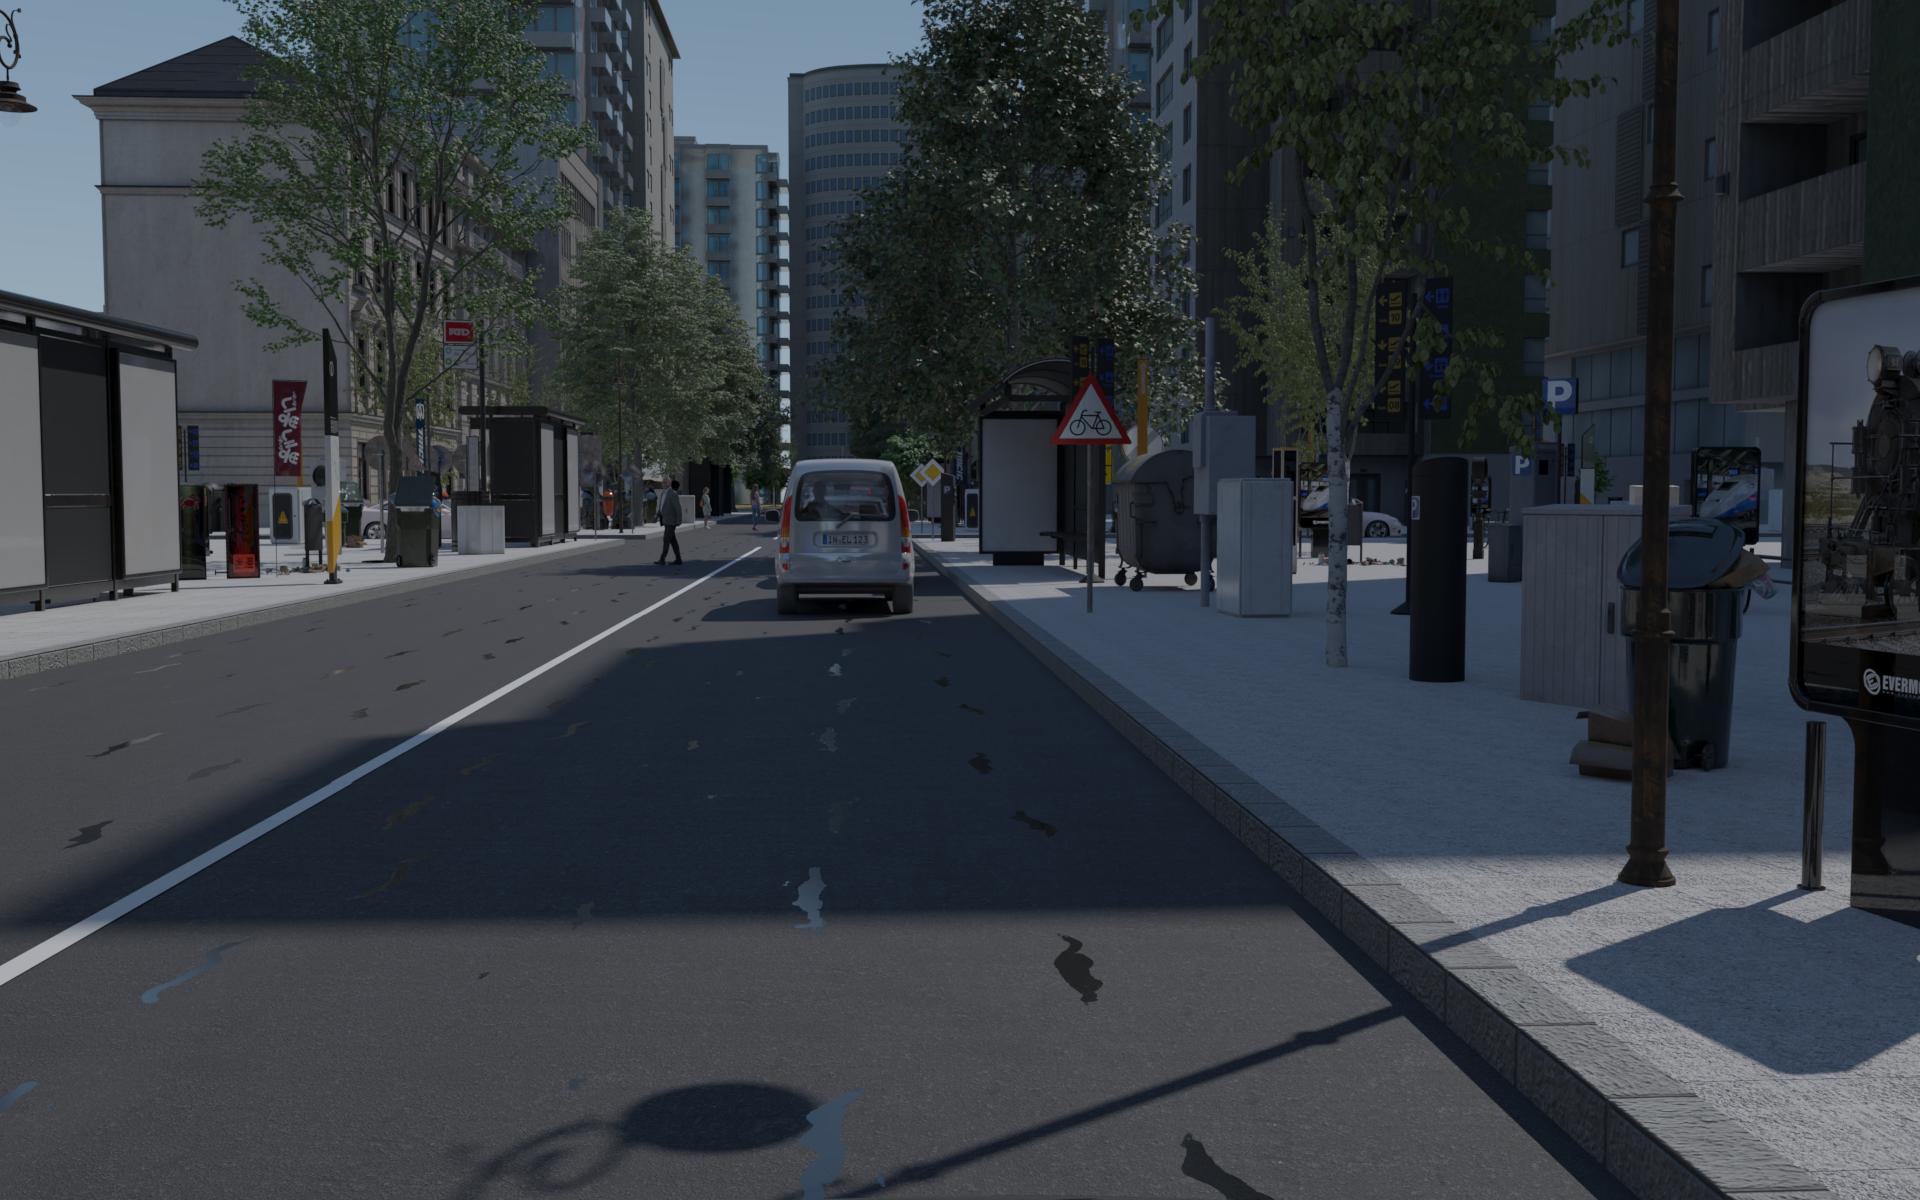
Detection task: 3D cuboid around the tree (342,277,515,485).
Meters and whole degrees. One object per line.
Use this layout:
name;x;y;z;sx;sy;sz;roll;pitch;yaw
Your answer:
tree;-18.070;-6.542;57.324;4.737;8.622;4.395;0;3;0

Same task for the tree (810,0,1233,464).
tree;1.118;-7.366;37.440;9.611;12.733;9.660;0;3;0

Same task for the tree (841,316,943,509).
tree;-3.451;-12.332;108.287;9.857;13.997;8.962;0;3;0

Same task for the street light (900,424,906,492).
street light;-2.898;-7.113;89.084;0.468;5.910;1.993;0;4;-3

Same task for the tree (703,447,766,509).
tree;-15.748;-7.868;112.350;4.285;4.588;4.351;0;3;0

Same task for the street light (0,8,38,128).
street light;-8.639;-2.595;15.215;0.468;5.910;1.993;0;4;-3

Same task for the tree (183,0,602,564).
tree;-10.437;-6.494;31.934;9.928;11.665;9.643;0;3;0

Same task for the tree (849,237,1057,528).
tree;-0.159;-8.612;66.569;9.928;11.665;9.643;0;3;0

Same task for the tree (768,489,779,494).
tree;-19.426;-11.335;179.927;1.663;3.219;1.824;0;3;0

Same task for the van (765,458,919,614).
van;-1.496;-0.925;22.132;2.013;2.044;4.112;0;4;-5

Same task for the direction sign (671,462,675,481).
direction sign;-17.675;-7.037;107.050;0.379;3.537;0.876;-2;4;-32

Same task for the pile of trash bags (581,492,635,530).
pile of trash bags;-13.031;-3.323;64.076;1.912;1.369;3.447;-1;4;-12

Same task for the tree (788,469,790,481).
tree;-18.161;-11.424;170.494;4.285;4.588;4.351;0;3;0

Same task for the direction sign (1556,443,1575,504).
direction sign;27.113;-5.235;77.587;0.876;3.537;0.379;-1;4;-11

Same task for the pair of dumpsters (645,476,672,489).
pair of dumpsters;-16.255;-5.535;92.995;1.574;2.255;4.437;0;4;-3

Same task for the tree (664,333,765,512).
tree;-16.244;-12.566;122.455;9.611;12.733;9.660;0;3;0

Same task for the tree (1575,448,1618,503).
tree;26.432;-4.716;71.705;1.663;3.219;1.824;0;3;0

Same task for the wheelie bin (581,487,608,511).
wheelie bin;-14.474;-3.679;68.060;0.693;1.594;0.980;1;4;16

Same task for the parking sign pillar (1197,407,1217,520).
parking sign pillar;7.124;-3.669;48.460;1.447;3.967;1.447;-3;5;-43

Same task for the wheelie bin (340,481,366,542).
wheelie bin;-15.193;-2.129;42.723;0.693;1.594;0.980;3;5;42

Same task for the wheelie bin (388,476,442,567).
wheelie bin;-9.557;-1.379;30.459;0.980;1.594;0.693;0;4;-1

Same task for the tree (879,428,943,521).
tree;-2.288;-6.098;83.411;4.285;4.588;4.351;0;3;0

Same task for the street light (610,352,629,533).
street light;-11.098;-5.125;56.575;0.468;5.910;1.993;0;4;-3

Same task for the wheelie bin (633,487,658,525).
wheelie bin;-13.622;-4.140;75.603;0.980;1.594;0.693;3;4;36

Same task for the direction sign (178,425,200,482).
direction sign;-25.558;-3.987;57.181;0.876;3.537;0.379;-1;4;-9

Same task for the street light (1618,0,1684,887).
street light;2.274;-2.004;5.555;0.468;5.910;1.993;0;4;-3

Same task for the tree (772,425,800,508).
tree;-17.391;-13.050;163.735;4.737;8.622;4.395;0;3;0

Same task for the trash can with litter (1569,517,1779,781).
trash can with litter;3.288;0.207;8.007;0.624;1.170;1.055;3;5;43

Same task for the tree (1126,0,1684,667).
tree;2.875;-3.795;12.408;4.737;8.622;4.395;0;3;0

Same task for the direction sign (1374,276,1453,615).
direction sign;4.794;-1.615;18.398;0.876;3.537;0.379;3;5;43

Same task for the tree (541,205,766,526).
tree;-13.246;-9.229;69.028;7.486;12.596;7.792;0;3;0

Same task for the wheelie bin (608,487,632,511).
wheelie bin;-18.035;-5.136;91.886;0.693;1.594;0.980;3;5;43

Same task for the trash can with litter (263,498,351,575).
trash can with litter;-10.872;-1.060;28.394;1.678;1.210;2.233;0;4;4

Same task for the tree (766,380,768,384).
tree;-12.910;-10.139;83.900;7.486;12.596;7.792;0;3;0

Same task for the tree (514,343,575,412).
tree;-20.775;-8.133;83.333;4.737;8.622;4.395;0;3;0

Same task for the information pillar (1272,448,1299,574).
information pillar;5.197;-1.420;27.707;0.304;2.012;0.304;-1;4;-21

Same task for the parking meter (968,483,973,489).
parking meter;0.562;-5.380;93.666;0.255;1.863;0.399;-1;4;-13

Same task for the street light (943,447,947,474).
street light;-0.403;-4.587;47.791;0.468;5.910;1.993;0;4;-3

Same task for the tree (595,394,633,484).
tree;-22.483;-9.927;112.674;4.360;8.622;3.978;0;3;0

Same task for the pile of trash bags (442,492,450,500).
pile of trash bags;-19.221;-3.552;67.830;3.447;1.369;1.912;2;4;24

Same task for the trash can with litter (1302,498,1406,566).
trash can with litter;7.346;-1.241;31.349;2.233;1.210;1.678;3;5;40

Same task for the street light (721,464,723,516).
street light;-13.618;-7.718;98.970;0.468;5.910;1.993;0;4;-3

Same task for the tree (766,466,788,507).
tree;-17.971;-10.309;152.262;4.285;4.588;4.351;0;3;0

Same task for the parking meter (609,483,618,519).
parking meter;-18.041;-5.169;90.232;0.255;1.863;0.399;3;4;38

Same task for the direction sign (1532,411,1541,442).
direction sign;15.783;-3.397;47.539;0.379;3.537;0.876;0;4;6

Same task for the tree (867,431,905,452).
tree;-6.087;-12.340;152.124;4.360;8.622;3.978;0;3;0

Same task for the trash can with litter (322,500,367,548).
trash can with litter;-14.719;-1.839;41.461;1.055;1.170;0.624;1;4;10

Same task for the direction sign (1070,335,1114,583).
direction sign;1.908;-2.018;24.987;0.876;3.537;0.379;-3;5;-42
